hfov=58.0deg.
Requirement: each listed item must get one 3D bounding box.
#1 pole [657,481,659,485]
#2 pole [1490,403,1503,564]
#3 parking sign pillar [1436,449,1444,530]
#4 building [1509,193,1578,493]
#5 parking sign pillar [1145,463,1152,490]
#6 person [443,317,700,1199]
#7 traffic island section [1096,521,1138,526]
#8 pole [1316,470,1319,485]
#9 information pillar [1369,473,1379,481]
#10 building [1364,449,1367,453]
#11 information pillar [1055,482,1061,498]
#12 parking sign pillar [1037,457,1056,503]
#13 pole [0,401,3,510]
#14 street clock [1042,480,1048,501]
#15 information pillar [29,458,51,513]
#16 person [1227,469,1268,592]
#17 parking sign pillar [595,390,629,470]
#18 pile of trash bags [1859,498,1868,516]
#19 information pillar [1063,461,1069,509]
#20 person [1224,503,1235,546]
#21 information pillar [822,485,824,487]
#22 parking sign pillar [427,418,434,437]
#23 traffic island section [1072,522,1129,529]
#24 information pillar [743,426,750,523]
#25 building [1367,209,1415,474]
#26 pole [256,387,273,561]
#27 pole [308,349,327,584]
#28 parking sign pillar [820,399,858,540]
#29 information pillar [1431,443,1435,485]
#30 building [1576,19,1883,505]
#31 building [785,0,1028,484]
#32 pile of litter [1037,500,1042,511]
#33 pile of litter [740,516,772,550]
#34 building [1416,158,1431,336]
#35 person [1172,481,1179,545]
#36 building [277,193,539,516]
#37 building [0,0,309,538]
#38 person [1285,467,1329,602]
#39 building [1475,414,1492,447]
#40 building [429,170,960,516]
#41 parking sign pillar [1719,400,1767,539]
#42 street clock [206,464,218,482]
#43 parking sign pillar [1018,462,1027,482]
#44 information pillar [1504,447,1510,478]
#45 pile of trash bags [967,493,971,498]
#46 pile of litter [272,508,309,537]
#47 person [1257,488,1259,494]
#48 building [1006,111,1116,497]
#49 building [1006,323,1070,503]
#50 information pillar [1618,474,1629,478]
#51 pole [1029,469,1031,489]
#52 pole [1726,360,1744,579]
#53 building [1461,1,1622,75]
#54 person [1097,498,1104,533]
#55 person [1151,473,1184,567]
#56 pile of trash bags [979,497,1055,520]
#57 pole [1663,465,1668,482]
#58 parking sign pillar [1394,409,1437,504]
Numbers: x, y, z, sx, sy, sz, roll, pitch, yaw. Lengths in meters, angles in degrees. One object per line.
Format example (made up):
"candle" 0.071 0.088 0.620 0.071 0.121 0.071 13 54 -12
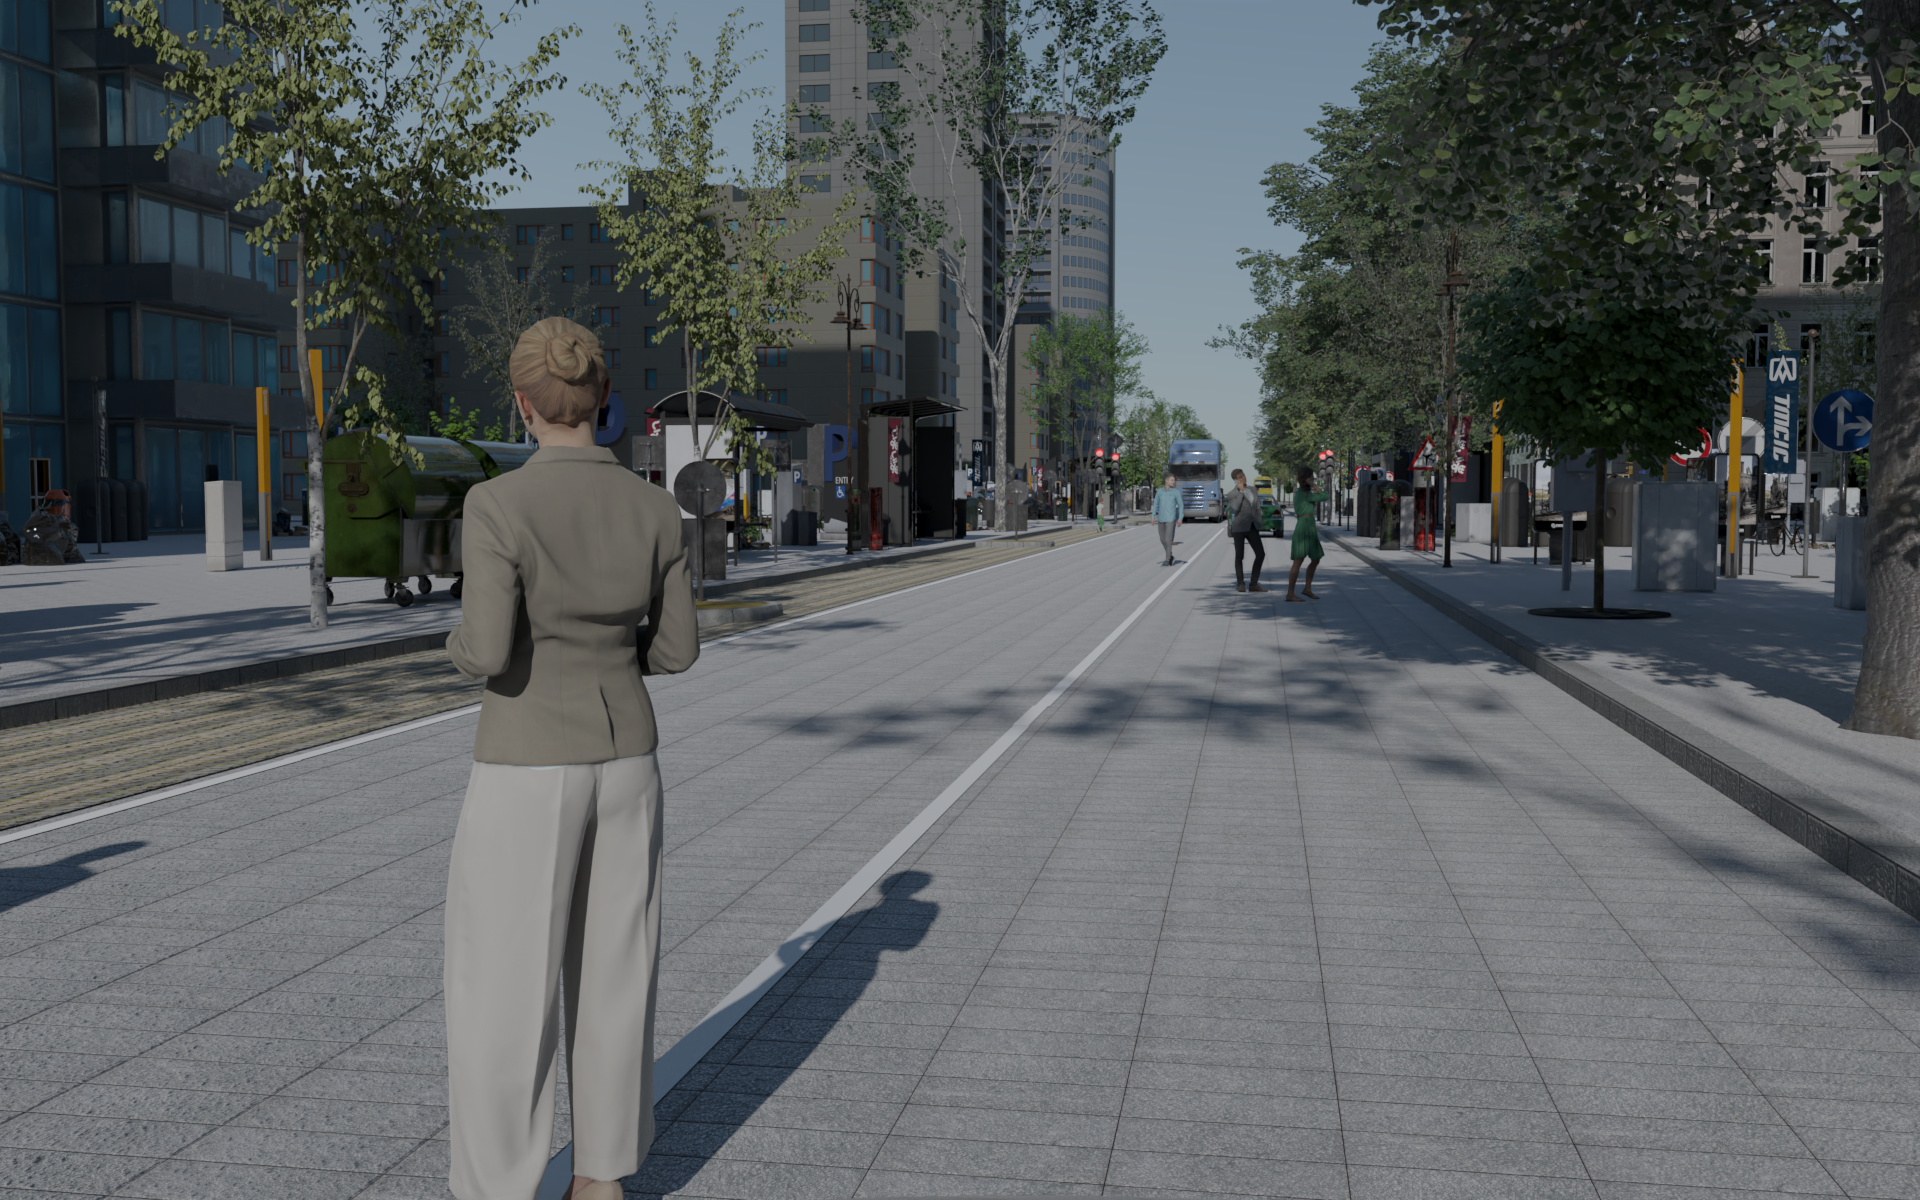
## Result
"pole" -16.889 -6.282 96.558 0.158 3.312 0.155 0 3 0
"pole" 9.876 -2.324 31.838 0.158 3.312 0.155 0 3 0
"parking sign pillar" 17.761 -4.522 62.404 1.447 3.967 1.447 1 4 12
"building" 43.310 -16.087 117.771 10.420 20.320 16.860 1 4 10
"parking sign pillar" 15.898 -9.783 148.426 1.447 3.967 1.447 -3 5 -44
"person" -0.767 0.352 3.299 0.519 1.759 0.362 -3 5 -41
"traffic island section" 7.100 -3.487 79.294 2.009 0.180 2.903 1 4 10
"pole" 24.104 -7.512 116.670 0.158 3.312 0.155 0 3 0
"information pillar" 14.216 -3.365 59.506 0.304 2.012 0.304 1 4 9
"building" 76.121 -32.186 297.940 14.160 30.474 14.107 1 4 10
"information pillar" 5.815 -5.986 102.356 0.304 2.012 0.304 1 4 15
"parking sign pillar" 6.200 -8.316 124.445 1.447 3.967 1.447 -1 4 -11
"pole" -20.995 -2.693 37.866 0.158 3.312 0.155 0 3 0
"street clock" 4.431 -5.244 90.307 0.358 2.002 0.471 1 4 14
"information pillar" -18.830 -1.896 35.491 0.304 2.012 0.304 3 5 42
"person" 4.202 -1.018 25.322 0.592 1.802 0.473 -1 4 -8
"parking sign pillar" -6.734 -2.674 32.188 1.447 3.967 1.447 2 4 30
"pile of trash bags" 40.822 -4.229 78.904 3.447 1.369 1.912 -2 4 -34
"information pillar" 7.358 -8.045 122.895 0.183 3.616 0.504 -1 4 -16
"person" 7.771 -2.411 48.263 0.623 1.781 0.721 -2 4 -27
"information pillar" -7.327 -6.268 93.839 0.183 3.616 0.504 -3 4 -38
"parking sign pillar" -18.819 -4.497 61.994 1.447 3.967 1.447 -1 4 -23
"traffic island section" 5.742 -3.006 71.425 2.009 0.180 2.903 1 4 10
"information pillar" -7.091 -4.052 57.610 0.183 3.616 0.504 1 4 9
"building" 77.248 -40.040 278.359 21.300 48.544 21.600 1 4 10
"pole" -13.337 -2.408 33.206 0.158 3.312 0.155 0 3 0
"pole" -9.119 -1.880 24.577 0.158 3.312 0.155 0 3 0
"parking sign pillar" -3.238 -3.691 48.812 1.447 3.967 1.447 3 5 40
"information pillar" 21.611 -5.409 79.797 0.504 3.616 0.183 0 4 3
"building" 46.400 -18.028 92.023 25.104 27.353 12.463 1 4 10
"building" -4.151 -44.539 166.461 20.563 71.187 20.611 1 4 10
"pile of litter" 5.303 -6.412 118.796 1.719 0.858 1.176 -1 4 -12
"pile of litter" -4.975 -1.619 40.433 1.176 0.858 1.719 0 4 2
"building" 62.311 -32.958 193.483 22.147 44.769 28.867 1 4 10
"person" 5.900 -2.435 48.489 0.721 1.800 0.419 -2 4 -35
"building" -47.998 -16.633 116.992 28.899 21.520 27.650 1 4 10
"building" -38.460 -26.540 53.532 30.456 49.044 23.786 1 4 10
"person" 4.593 -0.881 23.147 0.529 1.795 0.600 -1 4 -11
"building" 50.036 -16.632 139.380 16.820 18.784 16.811 1 4 10
"building" -16.095 -16.684 117.820 27.650 21.520 28.899 1 4 10
"parking sign pillar" 22.673 -3.771 50.130 1.447 3.967 1.447 -2 4 -34
"street clock" -18.205 -2.302 42.201 0.358 2.002 0.471 -2 4 -31
"parking sign pillar" 5.298 -9.692 146.934 1.447 3.967 1.447 1 4 16
"information pillar" 26.474 -5.667 84.011 0.504 3.616 0.183 -2 4 -35
"pile of trash bags" 1.527 -5.929 106.697 3.447 1.369 1.912 -3 4 -36
"pile of litter" -20.435 -2.383 52.927 1.176 0.858 1.719 2 4 33
"person" 19.762 -6.553 115.598 0.622 1.834 0.822 -3 4 -39
"building" 12.202 -44.333 266.840 21.231 58.520 28.212 1 4 10
"building" -3.104 -21.280 192.969 27.650 21.520 28.899 1 4 10
"information pillar" 24.779 -3.687 64.770 0.304 2.012 0.304 -2 4 -24
"pole" 5.600 -8.848 138.515 0.158 3.312 0.155 0 3 0
"pole" 11.753 -1.983 26.270 0.158 3.312 0.155 0 3 0
"building" 51.777 -31.064 158.012 14.600 45.320 14.200 1 4 10
"person" 5.133 -3.103 63.476 0.306 1.304 0.590 2 4 31
"person" 4.144 -1.578 34.165 0.638 1.841 0.748 3 5 39
"pile of trash bags" 2.972 -4.632 85.478 3.447 1.369 1.912 -3 5 -42
"pole" 32.019 -5.189 78.684 0.158 3.312 0.155 0 3 0
"parking sign pillar" 14.149 -4.071 55.040 1.447 3.967 1.447 2 4 27
